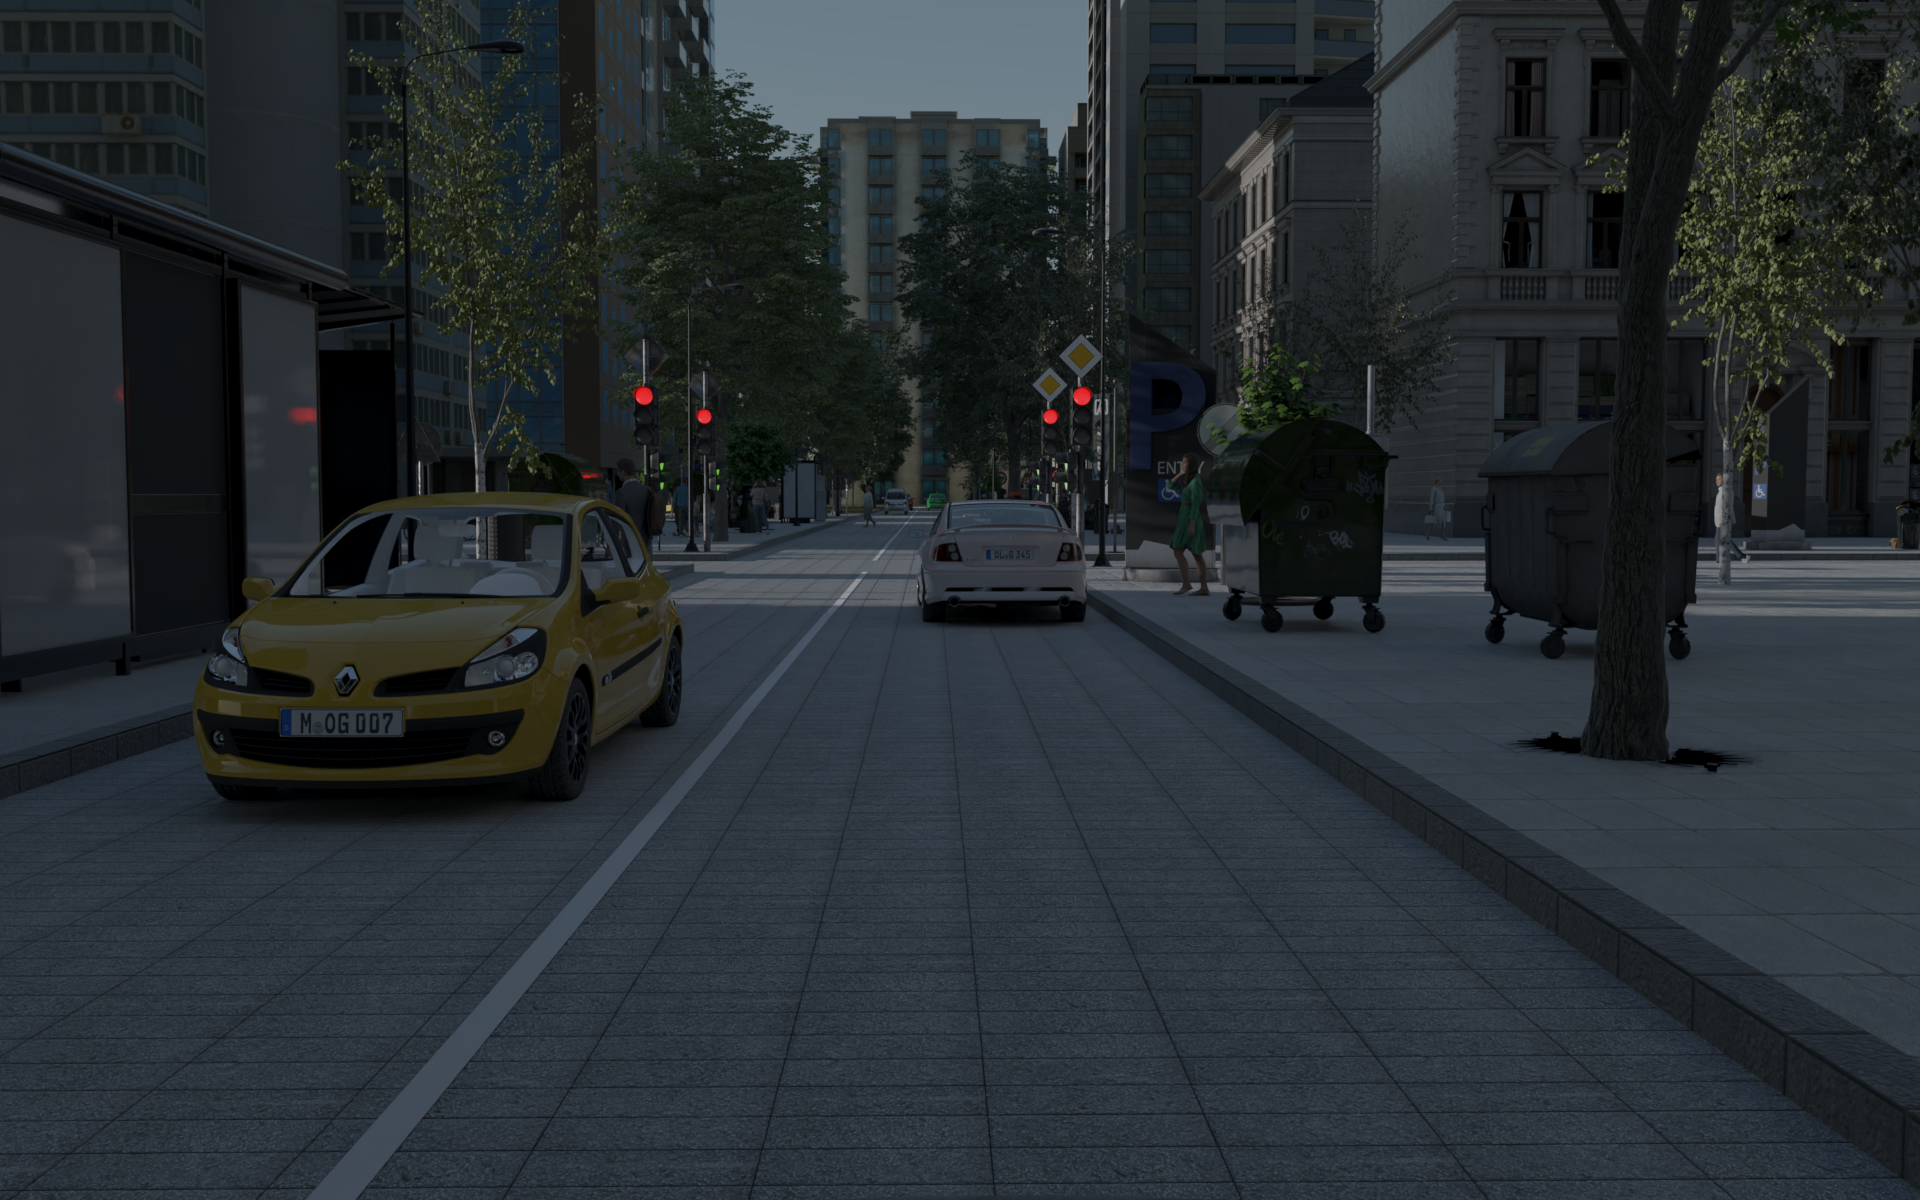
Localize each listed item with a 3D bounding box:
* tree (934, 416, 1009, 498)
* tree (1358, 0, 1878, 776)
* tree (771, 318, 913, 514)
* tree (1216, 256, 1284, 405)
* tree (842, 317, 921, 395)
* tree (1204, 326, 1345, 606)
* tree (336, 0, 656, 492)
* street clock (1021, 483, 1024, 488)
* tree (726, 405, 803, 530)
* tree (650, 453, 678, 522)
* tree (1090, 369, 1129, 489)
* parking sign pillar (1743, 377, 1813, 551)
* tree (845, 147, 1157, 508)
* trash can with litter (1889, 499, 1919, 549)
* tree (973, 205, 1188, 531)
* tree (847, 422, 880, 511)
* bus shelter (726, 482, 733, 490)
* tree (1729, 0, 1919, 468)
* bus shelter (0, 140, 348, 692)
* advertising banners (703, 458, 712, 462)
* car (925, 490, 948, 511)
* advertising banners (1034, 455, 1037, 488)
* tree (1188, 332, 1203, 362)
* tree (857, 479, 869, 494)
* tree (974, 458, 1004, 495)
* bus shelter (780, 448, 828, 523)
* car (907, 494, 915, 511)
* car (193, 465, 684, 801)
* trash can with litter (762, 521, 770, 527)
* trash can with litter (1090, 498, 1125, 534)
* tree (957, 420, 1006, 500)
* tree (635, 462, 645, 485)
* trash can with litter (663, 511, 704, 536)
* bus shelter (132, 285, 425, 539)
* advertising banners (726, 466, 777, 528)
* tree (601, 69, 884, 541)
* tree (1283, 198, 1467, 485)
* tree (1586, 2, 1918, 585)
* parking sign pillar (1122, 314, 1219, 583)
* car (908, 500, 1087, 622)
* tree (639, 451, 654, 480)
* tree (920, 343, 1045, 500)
[{"bbox_3d":[1.389,-13.520,155.469,7.601,10.594,8.767,1,4,16],"label":"tree"},{"bbox_3d":[3.419,-5.034,8.067,9.928,11.665,9.643,0,3,0],"label":"tree"},{"bbox_3d":[-7.842,-11.858,110.886,9.611,12.733,9.660,0,3,0],"label":"tree"},{"bbox_3d":[9.957,-6.289,53.190,4.360,8.622,3.978,0,3,0],"label":"tree"},{"bbox_3d":[-10.894,-19.774,179.188,12.611,20.169,13.585,0,3,0],"label":"tree"},{"bbox_3d":[3.586,-1.563,20.158,1.663,3.219,1.824,0,3,0],"label":"tree"},{"bbox_3d":[-6.818,-4.585,25.328,4.737,8.622,4.395,0,3,0],"label":"tree"},{"bbox_3d":[3.746,-6.355,108.466,0.471,2.002,0.358,1,4,16],"label":"street clock"},{"bbox_3d":[-7.413,-4.768,61.678,4.285,4.588,4.351,0,3,0],"label":"tree"},{"bbox_3d":[-13.210,-5.247,80.394,1.663,3.219,1.824,0,3,0],"label":"tree"},{"bbox_3d":[8.336,-9.073,98.711,4.737,8.622,4.395,0,3,0],"label":"tree"},{"bbox_3d":[18.863,-3.142,39.843,1.447,3.967,1.447,-2,4,-26],"label":"parking sign pillar"},{"bbox_3d":[2.153,-9.625,64.022,9.857,13.997,8.962,0,3,0],"label":"tree"},{"bbox_3d":[22.053,-1.781,40.513,0.624,1.170,1.055,0,4,6],"label":"trash can with litter"},{"bbox_3d":[2.780,-5.740,44.214,4.360,8.622,3.978,0,3,0],"label":"tree"},{"bbox_3d":[-7.971,-11.110,132.012,4.360,8.622,3.978,0,3,0],"label":"tree"},{"bbox_3d":[-9.755,-5.263,79.977,2.014,3.302,5.546,0,4,-1],"label":"bus shelter"},{"bbox_3d":[9.295,-4.009,15.914,4.360,8.622,3.978,0,3,0],"label":"tree"},{"bbox_3d":[-6.675,-2.079,11.631,2.179,5.291,8.768,0,4,-1],"label":"bus shelter"},{"bbox_3d":[-8.928,-4.301,66.517,2.074,3.025,0.090,-2,4,-23],"label":"advertising banners"},{"bbox_3d":[-1.945,-8.436,146.718,1.959,1.807,4.718,0,4,-2],"label":"car"},{"bbox_3d":[3.154,-4.922,76.669,0.090,3.025,2.074,-1,4,-12],"label":"advertising banners"},{"bbox_3d":[9.738,-7.682,75.966,4.360,8.622,3.978,0,3,0],"label":"tree"},{"bbox_3d":[-9.135,-10.791,171.029,1.663,3.219,1.824,0,3,0],"label":"tree"},{"bbox_3d":[1.798,-5.949,91.860,1.663,3.219,1.824,0,3,0],"label":"tree"},{"bbox_3d":[-7.103,-5.141,77.981,2.014,3.302,5.546,0,4,-1],"label":"bus shelter"},{"bbox_3d":[-4.968,-8.611,149.830,2.155,1.783,4.494,0,4,-2],"label":"car"},{"bbox_3d":[-2.611,0.055,9.320,2.015,1.641,3.980,0,4,1],"label":"car"},{"bbox_3d":[-8.015,-3.493,68.491,1.055,1.170,0.624,2,4,27],"label":"trash can with litter"},{"bbox_3d":[4.743,-2.711,55.714,1.055,1.170,0.624,-1,4,-14],"label":"trash can with litter"},{"bbox_3d":[1.649,-13.500,171.093,4.737,8.622,4.395,0,3,0],"label":"tree"},{"bbox_3d":[-15.205,-5.567,85.620,1.663,3.219,1.824,0,3,0],"label":"tree"},{"bbox_3d":[-8.286,-2.581,53.262,1.678,1.210,2.233,0,4,-7],"label":"trash can with litter"},{"bbox_3d":[-7.737,-1.723,19.456,1.731,3.624,6.357,0,4,-1],"label":"bus shelter"},{"bbox_3d":[-7.863,-4.256,65.770,2.074,3.025,0.090,-1,4,-15],"label":"advertising banners"},{"bbox_3d":[-6.192,-7.881,46.984,7.486,12.596,7.792,0,3,0],"label":"tree"},{"bbox_3d":[10.537,-5.728,44.010,4.360,8.622,3.978,0,3,0],"label":"tree"},{"bbox_3d":[11.013,-4.509,24.090,4.737,8.622,4.395,0,3,0],"label":"tree"},{"bbox_3d":[3.133,-2.275,25.662,1.447,3.967,1.447,1,4,14],"label":"parking sign pillar"},{"bbox_3d":[0.429,-0.517,20.810,2.083,1.381,4.827,0,4,-3],"label":"car"},{"bbox_3d":[-20.343,-7.645,108.704,4.285,4.588,4.351,0,3,0],"label":"tree"},{"bbox_3d":[2.127,-13.374,129.041,12.009,13.543,11.850,0,3,0],"label":"tree"}]
